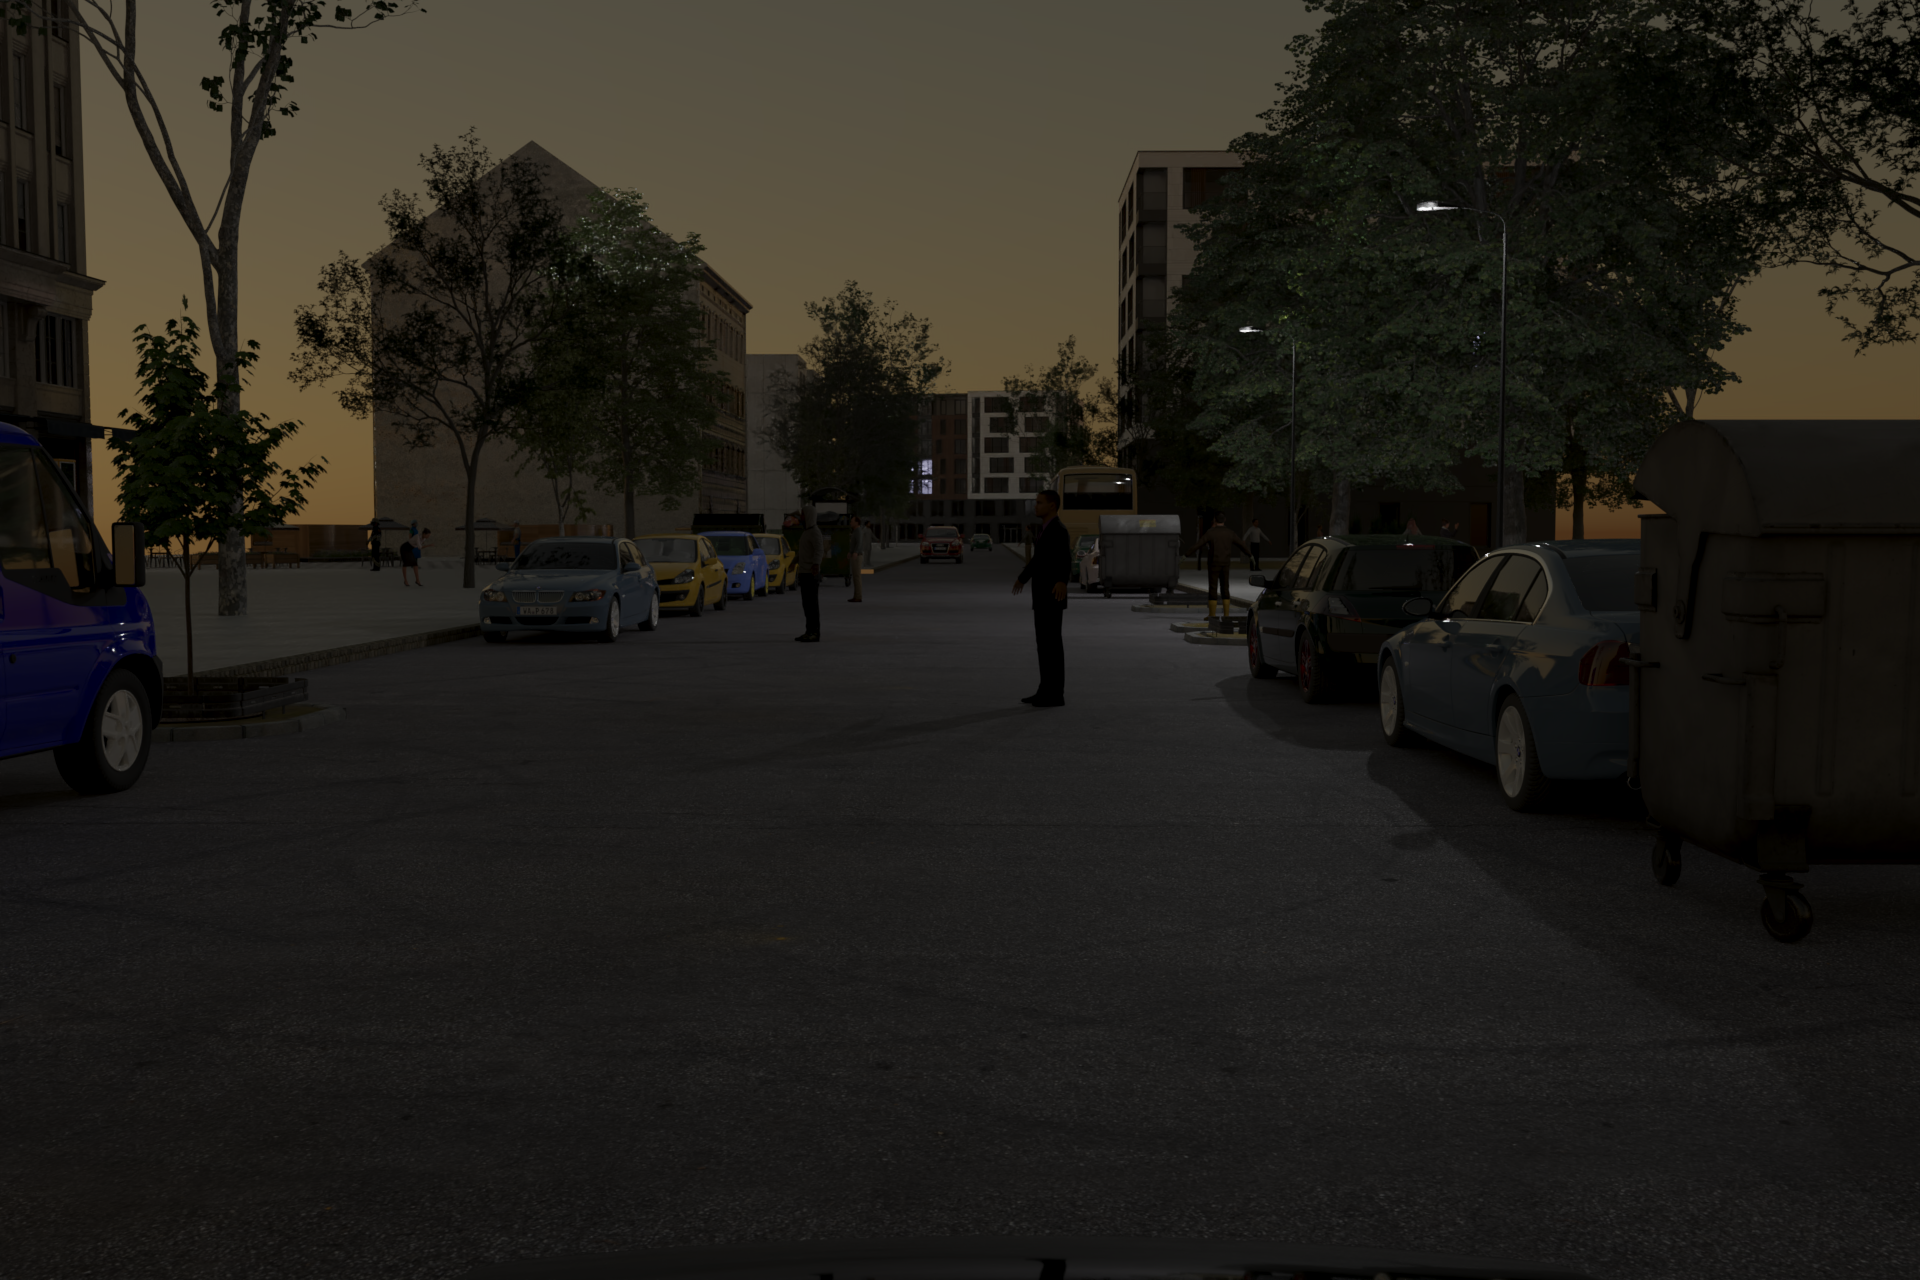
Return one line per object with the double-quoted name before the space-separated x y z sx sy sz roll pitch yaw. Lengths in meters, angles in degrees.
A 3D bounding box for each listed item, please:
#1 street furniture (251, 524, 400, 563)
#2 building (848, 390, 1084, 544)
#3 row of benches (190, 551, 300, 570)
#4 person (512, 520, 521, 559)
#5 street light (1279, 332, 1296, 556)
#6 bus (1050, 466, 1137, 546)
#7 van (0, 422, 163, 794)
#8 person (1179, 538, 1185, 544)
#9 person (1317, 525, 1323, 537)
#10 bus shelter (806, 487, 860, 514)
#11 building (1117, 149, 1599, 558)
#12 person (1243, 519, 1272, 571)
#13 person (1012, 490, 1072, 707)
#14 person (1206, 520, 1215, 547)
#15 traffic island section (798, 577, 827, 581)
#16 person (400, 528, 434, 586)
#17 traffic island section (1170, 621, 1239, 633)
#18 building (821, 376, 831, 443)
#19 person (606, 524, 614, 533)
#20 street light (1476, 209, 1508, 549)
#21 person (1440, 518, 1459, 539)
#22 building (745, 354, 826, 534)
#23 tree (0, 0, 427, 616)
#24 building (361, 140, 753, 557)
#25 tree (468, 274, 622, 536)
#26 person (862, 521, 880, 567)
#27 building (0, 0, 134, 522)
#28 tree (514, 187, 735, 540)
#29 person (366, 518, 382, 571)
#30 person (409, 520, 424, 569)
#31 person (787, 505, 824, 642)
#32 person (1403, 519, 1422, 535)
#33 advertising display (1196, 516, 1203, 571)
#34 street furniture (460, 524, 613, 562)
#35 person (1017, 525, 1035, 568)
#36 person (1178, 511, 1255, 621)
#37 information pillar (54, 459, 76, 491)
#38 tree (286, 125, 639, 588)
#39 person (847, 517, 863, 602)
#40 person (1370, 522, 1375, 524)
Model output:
"street furniture" -29.623 -4.582 81.768 9.812 1.723 11.010 1 4 14
"building" 1.309 -25.283 259.807 32.646 21.610 27.936 1 4 10
"row of benches" -26.273 -2.939 63.514 1.422 0.672 4.104 3 4 39
"person" -17.649 -3.856 68.895 0.705 1.847 1.347 0 4 -8
"street light" 8.014 -4.054 38.823 1.470 5.913 1.316 0 4 1
"bus" 4.540 -4.270 61.356 2.896 3.916 12.252 0 4 1
"van" -5.594 -0.213 7.862 2.240 2.365 5.245 0 4 0
"person" 11.400 -5.043 91.717 0.991 1.433 0.599 1 4 9
"person" 17.339 -4.663 83.047 0.721 1.733 1.217 0 4 1
"bus shelter" -5.586 -5.074 76.885 2.014 3.302 5.546 0 3 0
"building" 23.669 -16.193 108.732 27.936 21.610 32.646 0 4 1
"person" 10.247 -3.296 60.043 1.344 1.810 0.704 -2 4 -34
"person" 0.718 -0.357 14.511 0.704 1.802 1.346 -1 4 -14
"person" 8.940 -3.273 60.081 0.750 1.759 0.617 -1 4 -8
"traffic island section" -5.134 -1.867 53.389 1.991 0.108 1.994 0 4 1
"person" -13.305 -2.032 42.447 0.799 1.438 0.628 -1 4 -21
"traffic island section" 4.156 -0.173 25.700 1.991 0.108 1.994 0 4 1
"building" -21.470 -21.505 208.018 16.016 20.090 11.380 0 4 1
"person" -19.278 -5.448 94.859 0.705 1.856 1.354 1 4 11
"street light" 8.148 -3.164 24.273 1.470 5.913 1.316 0 4 1
"person" 13.739 -2.549 48.517 0.445 1.727 0.742 -3 4 -37
"building" -24.051 -19.548 186.061 16.747 18.905 31.486 0 4 1
"tree" -12.895 -10.480 27.231 12.611 20.169 13.585 0 3 0
"building" -23.657 -16.840 106.257 19.493 23.208 18.063 0 4 1
"tree" -11.294 -5.990 48.303 4.737 8.622 4.395 0 3 0
"person" -3.629 -3.807 68.433 0.705 1.806 1.347 2 4 30
"building" -31.544 -18.348 46.104 12.429 33.558 17.177 0 4 1
"tree" -11.346 -8.531 57.609 7.486 12.596 7.792 0 3 0
"person" -20.248 -3.306 59.914 0.704 1.845 1.351 -2 4 -34
"person" -20.160 -3.547 64.126 0.704 1.817 1.347 0 4 1
"person" -2.026 -0.885 23.048 0.705 1.813 1.348 -1 4 -20
"person" 15.583 -3.284 59.840 1.347 1.811 0.704 -2 4 -28
"advertising display" 8.411 -3.407 60.912 0.123 1.923 0.974 0 4 1
"street furniture" -17.919 -4.610 82.227 9.812 1.723 11.010 1 4 8
"person" 2.840 -3.912 72.690 0.705 1.796 1.348 2 4 32
"person" 4.254 -1.219 28.523 1.346 1.812 0.704 -1 4 -12
"information pillar" -8.923 -0.770 17.085 0.304 2.012 0.304 0 4 2
"tree" -11.646 -6.486 40.453 8.767 10.594 7.601 0 4 -5
"person" -2.209 -1.698 36.490 0.705 1.796 1.348 -1 4 -9
"person" 17.308 -4.061 72.340 0.705 1.837 1.347 0 4 5
